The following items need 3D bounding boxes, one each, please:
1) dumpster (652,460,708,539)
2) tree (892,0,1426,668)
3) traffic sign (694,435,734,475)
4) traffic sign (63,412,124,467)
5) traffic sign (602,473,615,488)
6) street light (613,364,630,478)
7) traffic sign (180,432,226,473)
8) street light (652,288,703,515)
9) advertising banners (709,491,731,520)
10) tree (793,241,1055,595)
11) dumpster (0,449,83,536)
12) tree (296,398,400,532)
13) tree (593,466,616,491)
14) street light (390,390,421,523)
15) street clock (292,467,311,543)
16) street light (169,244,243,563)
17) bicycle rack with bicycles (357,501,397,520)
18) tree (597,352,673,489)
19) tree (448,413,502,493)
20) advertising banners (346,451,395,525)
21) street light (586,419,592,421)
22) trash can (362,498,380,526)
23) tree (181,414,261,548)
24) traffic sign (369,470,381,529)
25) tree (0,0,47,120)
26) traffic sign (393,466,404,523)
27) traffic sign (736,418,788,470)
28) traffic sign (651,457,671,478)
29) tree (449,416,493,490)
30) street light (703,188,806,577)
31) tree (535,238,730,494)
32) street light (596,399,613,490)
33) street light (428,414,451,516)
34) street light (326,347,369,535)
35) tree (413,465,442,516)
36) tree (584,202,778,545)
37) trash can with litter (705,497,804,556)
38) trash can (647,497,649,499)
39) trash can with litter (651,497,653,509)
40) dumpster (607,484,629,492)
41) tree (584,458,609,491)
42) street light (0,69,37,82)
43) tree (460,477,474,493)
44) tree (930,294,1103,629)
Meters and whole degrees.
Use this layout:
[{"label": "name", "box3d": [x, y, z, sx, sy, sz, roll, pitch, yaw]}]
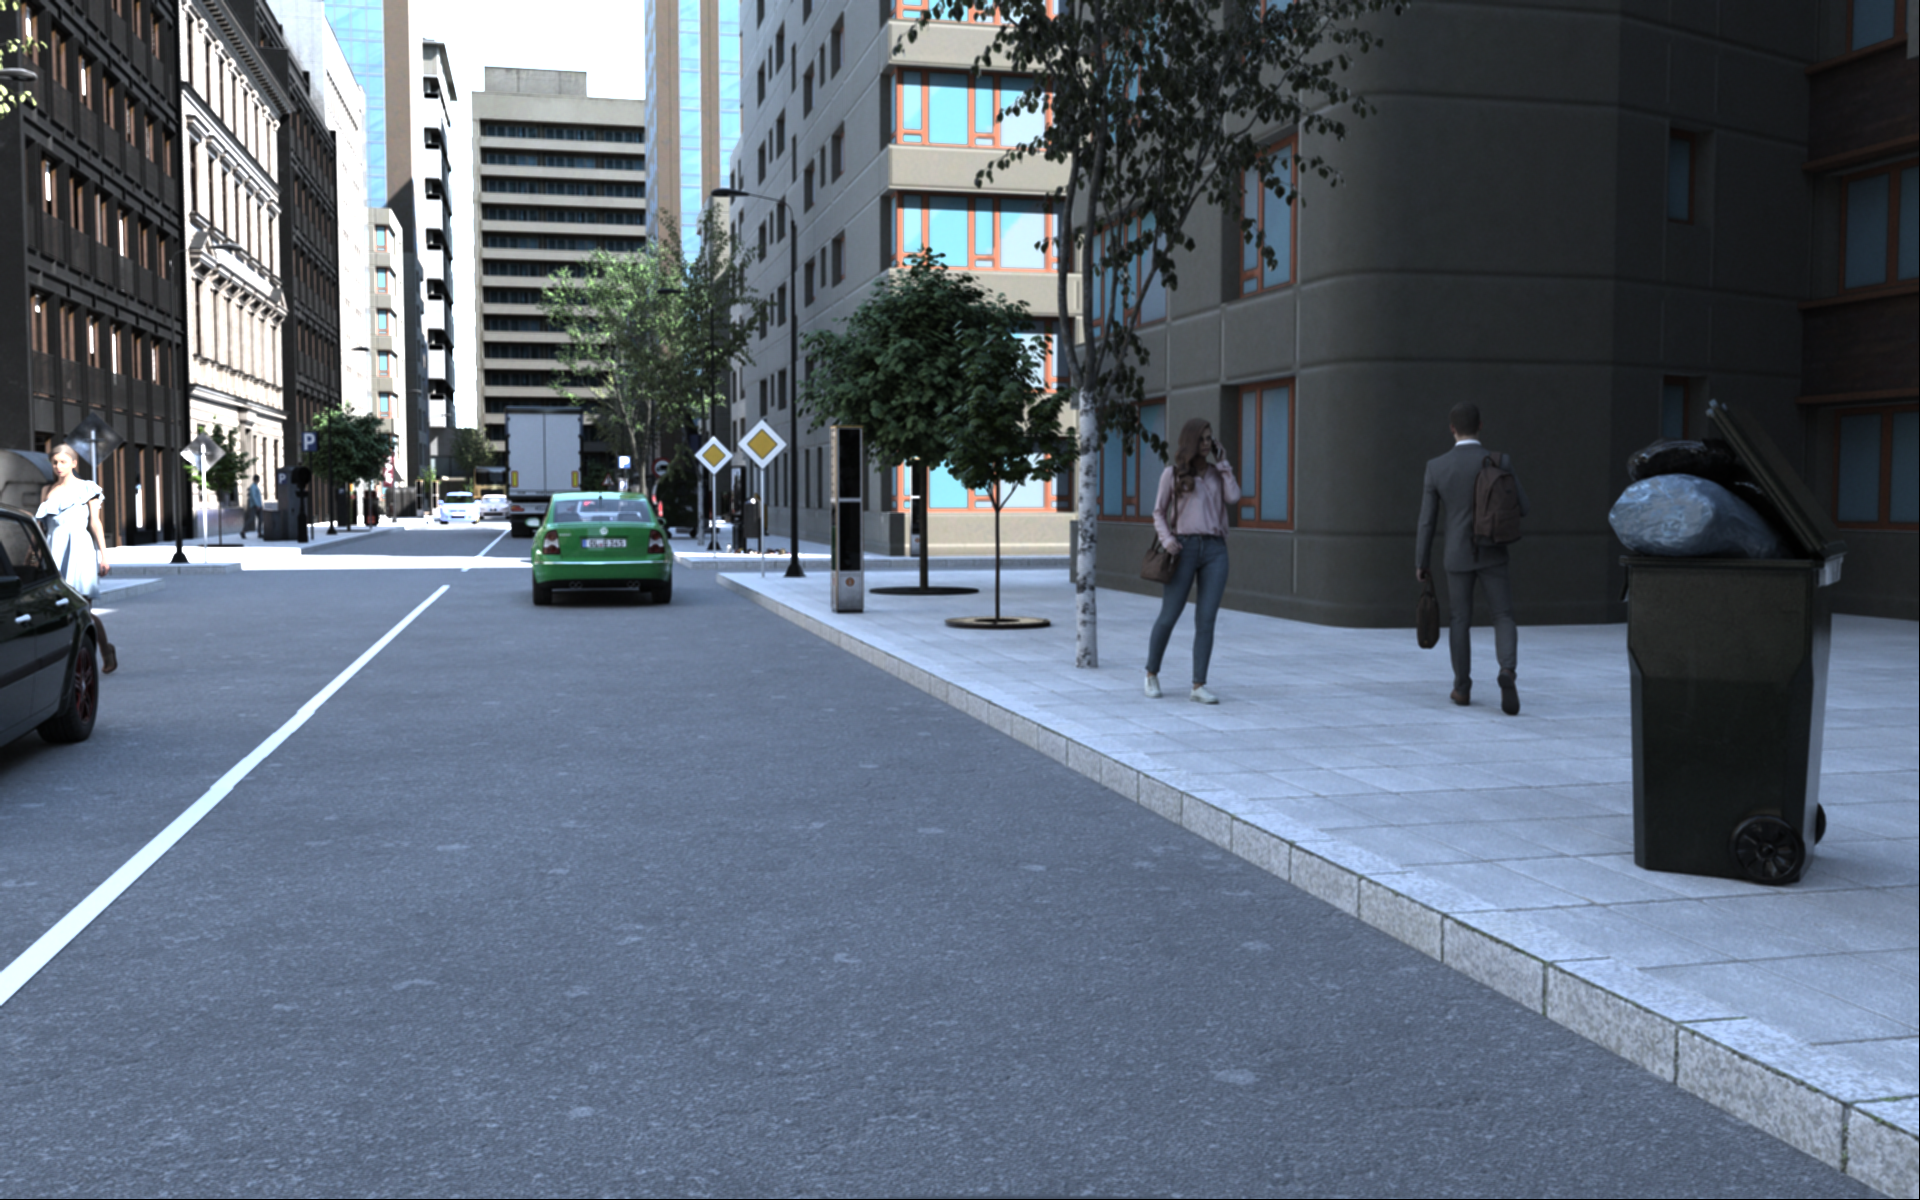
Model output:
[{"label": "dumpster", "box3d": [-8.099, -2.913, 50.113, 1.502, 2.255, 1.985, -1, 4, -13]}, {"label": "tree", "box3d": [1.178, -3.806, 12.588, 4.360, 8.622, 3.978, 0, 3, 0]}, {"label": "traffic sign", "box3d": [-4.872, -1.975, 34.481, 0.795, 2.593, 0.064, -1, 4, -13]}, {"label": "traffic sign", "box3d": [-12.266, -1.367, 24.542, 0.795, 2.593, 0.064, -1, 4, -13]}, {"label": "traffic sign", "box3d": [-21.537, -6.495, 106.190, 0.884, 2.594, 0.081, 0, 4, -5]}, {"label": "street light", "box3d": [-11.581, -5.491, 62.322, 1.470, 5.913, 1.316, -1, 4, -13]}, {"label": "traffic sign", "box3d": [-14.114, -1.842, 32.311, 0.795, 2.593, 0.064, -1, 4, -13]}, {"label": "street light", "box3d": [-6.160, -4.087, 39.369, 1.470, 5.913, 1.316, -1, 4, -13]}, {"label": "advertising banners", "box3d": [-12.450, -5.528, 86.570, 2.074, 3.025, 0.090, 0, 4, -2]}, {"label": "tree", "box3d": [-0.387, -2.374, 22.531, 4.285, 4.588, 4.351, 0, 3, 0]}, {"label": "dumpster", "box3d": [-12.410, -1.039, 22.749, 1.264, 1.857, 1.865, -1, 4, -13]}, {"label": "tree", "box3d": [-20.930, -4.619, 59.237, 4.285, 4.588, 4.351, 0, 3, 0]}, {"label": "tree", "box3d": [-24.860, -7.731, 121.000, 1.663, 3.219, 1.824, 0, 3, 0]}, {"label": "street light", "box3d": [-24.749, -6.412, 77.373, 1.470, 5.913, 1.316, -1, 4, -13]}, {"label": "street clock", "box3d": [-17.367, -2.517, 45.715, 0.358, 2.002, 0.471, 2, 4, 24]}, {"label": "street light", "box3d": [-13.992, -3.647, 32.162, 1.470, 5.913, 1.316, -1, 4, -13]}, {"label": "bicycle rack with bicycles", "box3d": [-29.868, -4.544, 87.676, 2.852, 0.926, 2.925, -2, 4, -25]}, {"label": "tree", "box3d": [-16.260, -8.415, 87.941, 4.360, 8.622, 3.978, 0, 3, 0]}, {"label": "tree", "box3d": [-44.414, -12.610, 156.540, 4.737, 8.622, 4.395, 0, 3, 0]}, {"label": "advertising banners", "box3d": [-24.180, -4.572, 70.941, 2.074, 3.025, 0.090, -1, 4, -12]}, {"label": "street light", "box3d": [-22.388, -8.236, 107.193, 1.470, 5.913, 1.316, -1, 4, -13]}, {"label": "trash can", "box3d": [-23.739, -3.558, 69.826, 0.748, 1.137, 0.748, 0, 3, 0]}, {"label": "tree", "box3d": [-18.049, -2.902, 42.055, 1.663, 3.219, 1.824, 0, 3, 0]}, {"label": "traffic sign", "box3d": [-21.777, -3.904, 63.936, 0.768, 2.556, 0.104, -1, 4, -8]}, {"label": "tree", "box3d": [-10.200, -3.931, 14.638, 4.737, 8.622, 4.395, 0, 3, 0]}, {"label": "traffic sign", "box3d": [-25.007, -4.681, 76.531, 0.884, 2.594, 0.081, 0, 4, -5]}, {"label": "traffic sign", "box3d": [-3.024, -1.500, 26.712, 0.795, 2.593, 0.064, -1, 4, -13]}, {"label": "traffic sign", "box3d": [-10.219, -3.636, 59.548, 0.768, 2.556, 0.104, -1, 4, -13]}, {"label": "tree", "box3d": [-46.006, -13.043, 163.623, 4.360, 8.622, 3.978, 0, 3, 0]}, {"label": "street light", "box3d": [-3.093, -3.305, 26.582, 1.470, 5.913, 1.316, -1, 4, -13]}, {"label": "tree", "box3d": [-13.327, -8.923, 71.652, 9.928, 11.665, 9.643, 0, 3, 0]}, {"label": "street light", "box3d": [-17.044, -6.863, 84.744, 1.470, 5.913, 1.316, -1, 4, -13]}, {"label": "street light", "box3d": [-30.212, -7.830, 100.569, 1.470, 5.913, 1.316, -1, 4, -13]}, {"label": "street light", "box3d": [-19.364, -5.030, 54.785, 1.470, 5.913, 1.316, -1, 4, -13]}, {"label": "tree", "box3d": [-31.578, -6.659, 103.482, 1.663, 3.219, 1.824, 0, 3, 0]}, {"label": "tree", "box3d": [-6.732, -5.676, 43.169, 4.737, 8.622, 4.395, 0, 3, 0]}, {"label": "trash can with litter", "box3d": [-4.233, -1.562, 36.602, 1.678, 1.210, 2.233, -3, 5, -45]}, {"label": "trash can", "box3d": [-13.727, -3.840, 74.438, 0.748, 1.137, 0.748, 0, 3, 0]}, {"label": "trash can with litter", "box3d": [-16.017, -4.858, 90.484, 1.678, 1.210, 2.233, -2, 4, -24]}, {"label": "dumpster", "box3d": [-18.350, -5.355, 93.318, 1.264, 1.857, 1.865, -1, 4, -14]}, {"label": "tree", "box3d": [-32.312, -10.371, 153.271, 4.285, 4.588, 4.351, 0, 3, 0]}, {"label": "street light", "box3d": [-10.782, -2.839, 18.965, 1.470, 5.913, 1.316, -1, 4, -13]}, {"label": "tree", "box3d": [-47.804, -10.653, 168.774, 1.663, 3.219, 1.824, 0, 3, 0]}, {"label": "tree", "box3d": [0.289, -1.352, 16.714, 1.663, 3.219, 1.824, 0, 3, 0]}]
